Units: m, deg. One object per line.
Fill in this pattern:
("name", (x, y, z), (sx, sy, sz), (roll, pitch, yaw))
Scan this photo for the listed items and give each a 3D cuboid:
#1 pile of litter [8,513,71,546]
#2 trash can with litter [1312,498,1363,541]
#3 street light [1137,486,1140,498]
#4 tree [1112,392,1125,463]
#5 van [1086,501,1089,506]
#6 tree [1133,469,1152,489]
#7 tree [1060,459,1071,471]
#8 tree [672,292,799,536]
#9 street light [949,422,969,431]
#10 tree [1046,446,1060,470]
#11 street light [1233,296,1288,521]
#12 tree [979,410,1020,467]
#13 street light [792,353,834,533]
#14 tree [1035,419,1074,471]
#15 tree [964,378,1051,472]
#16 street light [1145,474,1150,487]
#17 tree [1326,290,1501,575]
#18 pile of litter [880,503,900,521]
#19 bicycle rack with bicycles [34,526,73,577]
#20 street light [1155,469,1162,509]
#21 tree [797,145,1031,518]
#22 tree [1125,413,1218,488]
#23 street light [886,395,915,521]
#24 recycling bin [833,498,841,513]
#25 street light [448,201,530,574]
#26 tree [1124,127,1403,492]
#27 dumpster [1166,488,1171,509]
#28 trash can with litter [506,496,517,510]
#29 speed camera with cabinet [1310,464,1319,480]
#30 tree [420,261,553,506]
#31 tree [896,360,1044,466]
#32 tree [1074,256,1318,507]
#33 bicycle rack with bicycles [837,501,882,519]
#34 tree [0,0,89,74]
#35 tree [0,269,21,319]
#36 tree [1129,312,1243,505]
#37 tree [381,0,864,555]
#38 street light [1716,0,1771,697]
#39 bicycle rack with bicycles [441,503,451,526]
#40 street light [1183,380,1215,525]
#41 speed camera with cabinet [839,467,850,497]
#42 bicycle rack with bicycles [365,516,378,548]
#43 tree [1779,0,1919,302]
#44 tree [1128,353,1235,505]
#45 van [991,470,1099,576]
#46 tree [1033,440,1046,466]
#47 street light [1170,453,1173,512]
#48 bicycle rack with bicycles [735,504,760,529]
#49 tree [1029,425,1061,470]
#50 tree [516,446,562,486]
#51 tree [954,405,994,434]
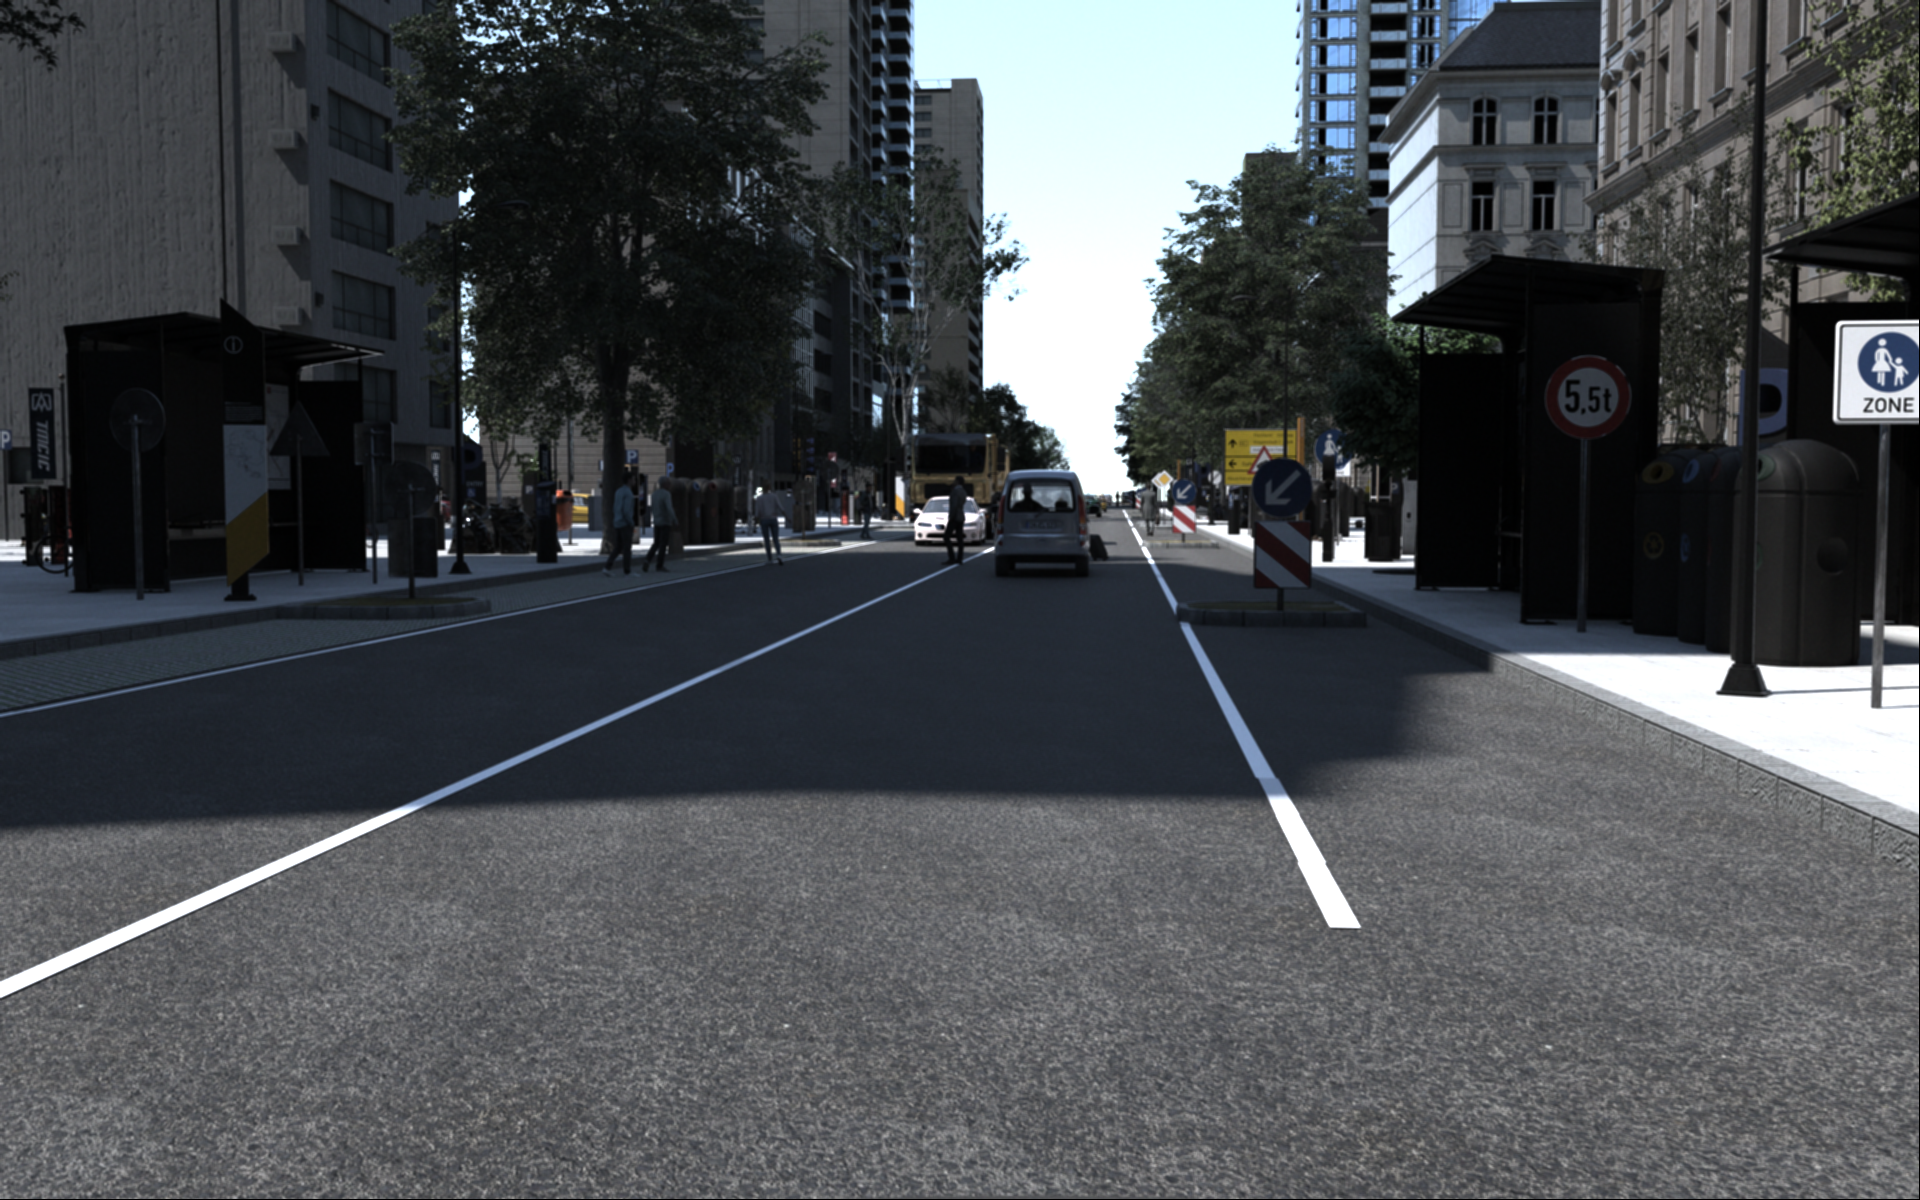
("pile of litter", (-22.627, -1.767, 42.851), (1.719, 0.858, 1.176), (1, 4, 16))
("trash can with litter", (10.089, -2.248, 47.818), (1.678, 1.210, 2.233), (0, 4, -3))
("street light", (24.090, -15.742, 229.918), (1.470, 5.913, 1.316), (0, 4, 5))
("tree", (21.022, -17.088, 186.043), (9.857, 13.997, 8.962), (0, 3, 0))
("van", (2.759, -2.666, 50.604), (2.013, 2.044, 4.112), (0, 4, 6))
("tree", (27.841, -18.700, 256.101), (4.737, 8.622, 4.395), (0, 3, 0))
("tree", (16.323, -23.071, 311.628), (8.767, 10.594, 7.601), (1, 4, 22))
("tree", (-6.557, -6.259, 52.699), (4.737, 8.622, 4.395), (0, 3, 0))
("street light", (-0.111, -8.478, 111.163), (1.470, 5.913, 1.316), (0, 4, 5))
("tree", (5.807, -15.785, 192.495), (7.601, 10.594, 8.767), (-1, 4, -16))
("street light", (7.094, -4.167, 40.665), (1.470, 5.913, 1.316), (0, 4, 5))
("tree", (2.841, -12.025, 146.976), (4.360, 8.622, 3.978), (0, 3, 0))
("street light", (-4.863, -5.182, 57.263), (1.470, 5.913, 1.316), (0, 4, 5))
("tree", (13.730, -22.745, 282.249), (12.009, 13.543, 11.850), (0, 3, 0))
("tree", (3.892, -15.561, 171.434), (9.611, 12.733, 9.660), (0, 3, 0))
("street light", (17.248, -11.077, 153.648), (1.470, 5.913, 1.316), (0, 4, 5))
("tree", (7.401, -2.705, 27.942), (4.285, 4.588, 4.351), (0, 3, 0))
("pile of litter", (-3.374, -4.323, 84.649), (1.176, 0.858, 1.719), (1, 4, 12))
("bicycle rack with bicycles", (-13.404, -0.895, 28.015), (2.925, 0.926, 2.852), (-1, 4, -12))
("street light", (14.574, -9.232, 123.485), (1.470, 5.913, 1.316), (0, 4, 5))
("tree", (-1.651, -14.454, 92.216), (12.611, 20.169, 13.585), (0, 3, 0))
("tree", (19.791, -14.060, 164.288), (8.767, 10.594, 7.601), (3, 5, 39))
("street light", (-2.808, -6.667, 81.542), (1.470, 5.913, 1.316), (0, 4, 5))
("recycling bin", (-7.978, -6.254, 114.813), (0.722, 1.027, 0.722), (-1, 4, -18))
("street light", (-7.503, -3.370, 27.636), (1.470, 5.913, 1.316), (0, 4, 5))
("tree", (10.836, -9.495, 61.902), (9.857, 13.997, 8.962), (0, 3, 0))
("dumpster", (18.062, -8.590, 146.204), (1.264, 1.857, 1.865), (0, 4, 5))
("trash can with litter", (-22.260, -4.495, 84.544), (2.233, 1.210, 1.678), (0, 4, -8))
("speed camera with cabinet", (19.628, -6.459, 99.947), (2.038, 3.252, 0.660), (-1, 4, -9))
("tree", (-13.919, -6.209, 51.873), (4.737, 8.622, 4.395), (0, 3, 0))
("tree", (0.012, -11.376, 120.412), (8.767, 10.594, 7.601), (-3, 5, -40))
("tree", (13.136, -10.710, 85.472), (12.009, 13.543, 11.850), (0, 3, 0))
("bicycle rack with bicycles", (-5.020, -4.678, 89.862), (2.925, 0.926, 2.852), (-2, 4, -25))
("tree", (-10.400, -4.756, 12.181), (8.767, 10.594, 7.601), (1, 4, 8))
("tree", (-22.098, -5.221, 35.729), (4.360, 8.622, 3.978), (0, 3, 0))
("tree", (14.233, -11.538, 106.769), (7.486, 12.596, 7.792), (0, 3, 0))
("tree", (-7.208, -7.936, 36.416), (9.857, 13.997, 8.962), (0, 3, 0))
("street light", (4.488, -2.351, 10.984), (1.470, 5.913, 1.316), (0, 4, 5))
("bicycle rack with bicycles", (-21.719, -3.462, 69.994), (2.852, 0.926, 2.925), (1, 4, 16))
("street light", (9.770, -6.013, 70.857), (1.470, 5.913, 1.316), (0, 4, 5))
("speed camera with cabinet", (-8.312, -8.261, 129.407), (0.660, 3.252, 2.038), (2, 4, 24))
("bicycle rack with bicycles", (-15.665, -1.709, 41.323), (2.925, 0.926, 2.852), (3, 5, 41))
("tree", (12.497, -4.402, 22.334), (4.737, 8.622, 4.395), (0, 3, 0))
("tree", (14.933, -11.592, 115.287), (9.928, 11.665, 9.643), (0, 3, 0))
("van", (1.532, -1.499, 31.521), (2.013, 2.044, 4.112), (0, 4, 4))
("tree", (7.718, -15.922, 210.681), (4.360, 8.622, 3.978), (0, 3, 0))
("street light", (11.879, -7.420, 93.863), (1.470, 5.913, 1.316), (0, 4, 5))
("bicycle rack with bicycles", (-8.575, -3.149, 64.869), (2.925, 0.926, 2.852), (2, 4, 30))
("tree", (10.908, -19.932, 251.636), (9.928, 11.665, 9.643), (0, 3, 0))
("tree", (-17.183, -4.615, 70.057), (1.663, 3.219, 1.824), (0, 3, 0))
("tree", (0.994, -11.449, 137.548), (4.737, 8.622, 4.395), (0, 3, 0))
